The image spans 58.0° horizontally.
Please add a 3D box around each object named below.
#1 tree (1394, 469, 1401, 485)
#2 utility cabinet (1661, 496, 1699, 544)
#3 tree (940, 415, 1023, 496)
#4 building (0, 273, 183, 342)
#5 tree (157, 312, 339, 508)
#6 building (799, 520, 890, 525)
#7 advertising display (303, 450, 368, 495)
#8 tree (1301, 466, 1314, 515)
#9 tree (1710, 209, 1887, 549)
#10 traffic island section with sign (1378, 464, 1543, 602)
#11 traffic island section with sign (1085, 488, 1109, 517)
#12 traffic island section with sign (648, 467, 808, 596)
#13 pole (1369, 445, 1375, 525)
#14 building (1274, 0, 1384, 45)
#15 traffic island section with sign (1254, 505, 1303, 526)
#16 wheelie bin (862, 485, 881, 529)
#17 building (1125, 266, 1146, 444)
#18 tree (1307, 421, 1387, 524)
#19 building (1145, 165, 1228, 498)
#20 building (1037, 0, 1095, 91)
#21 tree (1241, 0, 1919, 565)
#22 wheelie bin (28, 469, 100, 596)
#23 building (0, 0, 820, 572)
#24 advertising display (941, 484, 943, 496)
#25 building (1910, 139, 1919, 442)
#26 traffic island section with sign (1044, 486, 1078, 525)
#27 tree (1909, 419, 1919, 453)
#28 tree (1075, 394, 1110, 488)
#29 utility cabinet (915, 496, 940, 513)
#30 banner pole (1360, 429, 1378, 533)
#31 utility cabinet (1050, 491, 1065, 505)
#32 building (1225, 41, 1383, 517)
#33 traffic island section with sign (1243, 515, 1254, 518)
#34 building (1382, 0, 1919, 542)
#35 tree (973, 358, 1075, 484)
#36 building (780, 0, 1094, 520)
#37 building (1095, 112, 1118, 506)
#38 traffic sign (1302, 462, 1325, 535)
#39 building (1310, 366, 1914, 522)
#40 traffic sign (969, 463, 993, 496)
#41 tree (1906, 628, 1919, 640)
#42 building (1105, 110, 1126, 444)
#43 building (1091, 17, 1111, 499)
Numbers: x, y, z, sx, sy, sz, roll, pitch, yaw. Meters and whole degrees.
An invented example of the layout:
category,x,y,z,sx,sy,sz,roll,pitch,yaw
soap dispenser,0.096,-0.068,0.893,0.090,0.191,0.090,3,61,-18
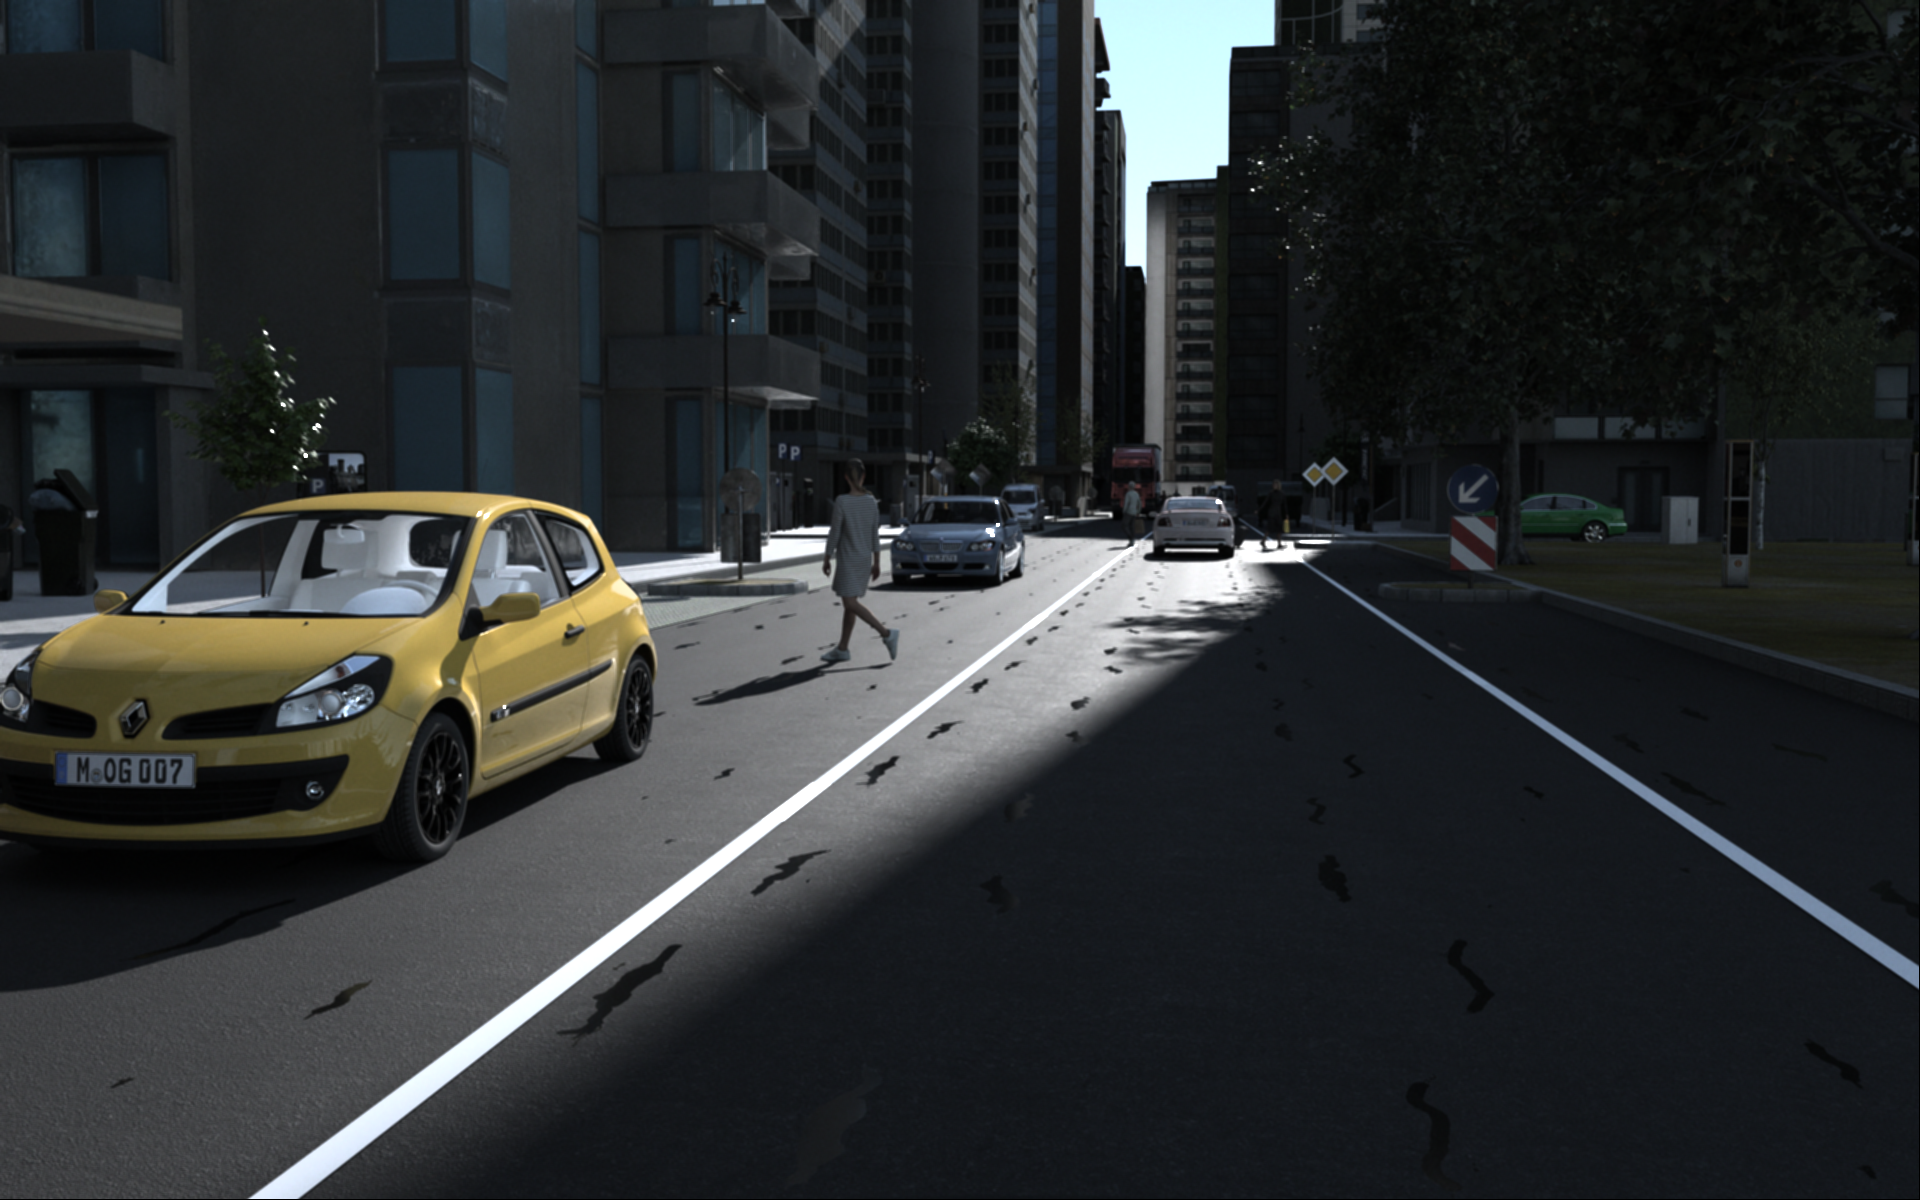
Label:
category,x,y,z,sx,sy,sz,roll,pitch,yaw
tree,18.090,-4.494,68.083,1.663,3.219,1.824,0,3,0
utility cabinet,18.654,-2.062,44.871,1.020,1.237,0.306,-2,4,-25
tree,0.988,-5.718,77.207,4.285,4.588,4.351,0,3,0
building,-22.748,-25.361,3.884,28.713,52.752,27.495,0,4,8
tree,-7.404,-1.461,18.486,1.663,3.219,1.824,0,3,0
building,-17.444,-23.676,78.979,32.217,40.220,23.993,0,4,8
advertising display,-9.284,-1.251,25.671,0.974,1.923,0.123,-1,4,-16
tree,21.154,-6.705,104.221,1.663,3.219,1.824,0,3,0
tree,18.833,-5.486,40.056,4.737,8.622,4.395,0,3,0
traffic island section with sign,6.863,-0.938,23.966,1.989,1.847,2.006,0,4,8
traffic island section with sign,8.272,-6.057,107.654,1.989,1.847,2.006,0,4,8
traffic island section with sign,-3.283,-1.011,25.162,1.989,1.847,2.006,0,4,8
pole,17.148,-4.786,72.089,0.158,3.312,0.155,0,3,0
building,42.913,-46.017,190.623,20.563,71.187,20.611,0,4,8
traffic island section with sign,14.582,-4.308,79.062,1.989,1.847,2.006,0,4,8
wheelie bin,-3.352,-3.370,63.011,0.980,1.594,0.693,-3,5,-43
building,16.474,-27.455,220.596,14.107,30.474,14.160,0,4,8
tree,16.842,-5.602,75.311,4.285,4.588,4.351,0,3,0
building,30.430,-32.703,218.290,14.086,41.232,14.154,0,4,8
building,3.267,-29.816,137.607,14.600,45.320,14.200,0,4,8
tree,10.034,-7.005,31.542,9.611,12.733,9.660,0,3,0
wheelie bin,-11.349,-0.858,21.939,0.693,1.594,0.980,-1,4,-13
building,-19.143,-25.610,38.333,30.456,49.044,23.786,0,4,8
advertising display,-1.162,-5.652,97.624,0.974,1.923,0.123,3,5,43
building,51.477,-28.902,61.781,27.495,52.752,28.713,0,4,8
traffic island section with sign,4.493,-4.405,80.657,1.989,1.847,2.006,0,4,8
tree,34.961,-5.011,65.642,4.285,4.588,4.351,0,3,0
tree,8.481,-10.723,125.675,4.737,8.622,4.395,0,3,0
utility cabinet,-1.199,-3.353,65.979,1.020,1.237,0.306,0,4,3
banner pole,13.559,-4.132,57.582,0.401,3.779,0.863,-2,4,-29
utility cabinet,7.192,-7.259,127.356,1.173,1.500,0.318,2,4,28
building,24.785,-20.987,114.833,14.160,30.474,14.107,0,4,8
traffic island section with sign,18.395,-5.967,106.187,1.989,1.847,2.006,0,4,8
building,21.646,-22.820,56.703,14.086,41.232,14.154,0,4,8
tree,2.769,-8.696,92.549,4.737,8.622,4.395,0,3,0
building,-7.939,-25.567,109.896,32.217,40.220,23.993,0,4,8
building,9.018,-30.436,181.225,14.154,41.232,14.086,0,4,8
traffic sign,11.059,-3.085,54.075,0.795,2.450,0.064,0,4,8
building,34.388,-24.092,85.788,32.217,40.220,23.993,0,4,8
traffic sign,0.669,-3.175,55.546,0.795,2.450,0.064,0,4,8
tree,9.033,-5.983,14.825,9.611,12.733,9.660,0,3,0
building,11.577,-33.579,199.124,14.200,45.320,14.600,0,4,8
building,2.346,-30.877,159.455,22.147,44.769,28.867,0,4,8
